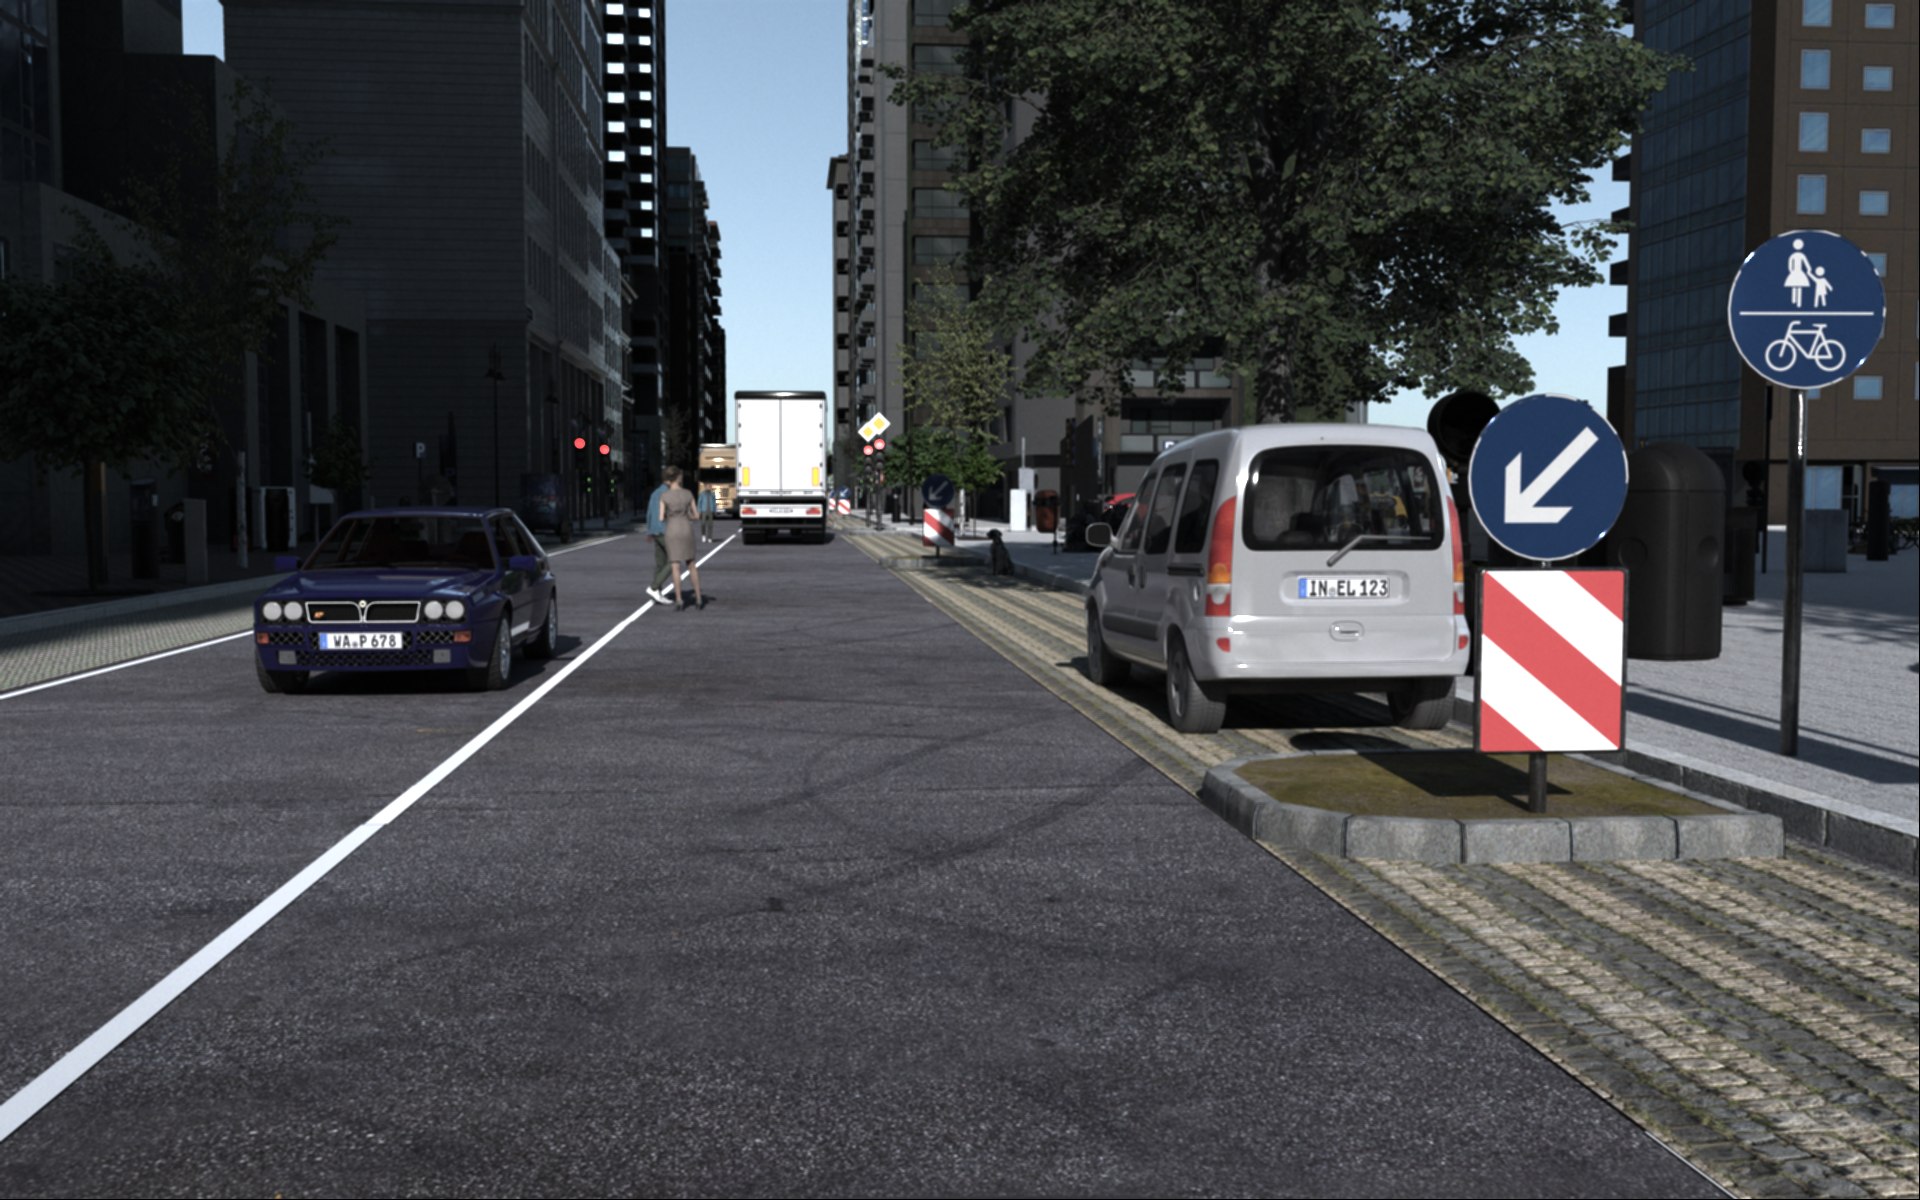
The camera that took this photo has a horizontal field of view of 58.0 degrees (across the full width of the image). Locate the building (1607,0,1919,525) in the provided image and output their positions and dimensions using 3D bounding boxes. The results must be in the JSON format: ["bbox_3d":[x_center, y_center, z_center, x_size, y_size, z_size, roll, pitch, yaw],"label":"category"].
[{"bbox_3d":[39.334,-26.130,77.343,14.200,45.320,14.600,0,4,-6],"label":"building"}]

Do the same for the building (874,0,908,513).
[{"bbox_3d":[4.126,-35.874,128.539,21.231,58.520,28.212,0,4,-6],"label":"building"}]

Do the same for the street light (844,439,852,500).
[{"bbox_3d":[-9.781,-10.755,148.629,0.468,5.910,1.993,0,4,-6],"label":"street light"}]

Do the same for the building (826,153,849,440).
[{"bbox_3d":[-5.558,-41.296,264.421,28.713,52.752,27.495,0,4,-6],"label":"building"}]

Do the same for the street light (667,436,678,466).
[{"bbox_3d":[-22.547,-9.932,135.173,0.468,5.910,1.993,0,4,-6],"label":"street light"}]

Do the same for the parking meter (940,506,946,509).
[{"bbox_3d":[-0.744,-3.971,73.331,0.372,1.533,0.369,0,3,0],"label":"parking meter"}]

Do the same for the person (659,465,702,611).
[{"bbox_3d":[-3.430,-0.757,21.217,0.599,1.781,0.374,-2,4,-27],"label":"person"}]

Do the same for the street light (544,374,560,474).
[{"bbox_3d":[-15.650,-5.738,66.599,0.468,5.910,1.993,0,4,-6],"label":"street light"}]

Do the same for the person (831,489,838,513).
[{"bbox_3d":[-8.867,-6.949,122.391,0.850,1.792,0.678,-1,4,-10],"label":"person"}]

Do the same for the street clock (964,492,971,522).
[{"bbox_3d":[0.324,-4.523,78.528,0.358,2.002,0.471,0,4,1],"label":"street clock"}]

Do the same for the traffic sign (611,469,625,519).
[{"bbox_3d":[-17.542,-5.417,88.667,0.768,2.556,0.104,0,4,3],"label":"traffic sign"}]

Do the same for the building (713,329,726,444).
[{"bbox_3d":[-46.558,-31.743,290.705,14.160,30.474,14.107,0,4,-6],"label":"building"}]

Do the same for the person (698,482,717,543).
[{"bbox_3d":[-7.474,-2.592,51.229,0.601,1.785,0.444,-1,4,-16],"label":"person"}]

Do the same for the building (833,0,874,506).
[{"bbox_3d":[-3.336,-54.337,201.075,22.319,86.520,31.000,0,4,-6],"label":"building"}]

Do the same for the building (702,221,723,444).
[{"bbox_3d":[-48.263,-37.545,268.479,22.147,44.769,28.867,0,4,-6],"label":"building"}]

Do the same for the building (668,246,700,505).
[{"bbox_3d":[-37.364,-26.142,199.130,14.160,30.474,14.107,0,4,-6],"label":"building"}]

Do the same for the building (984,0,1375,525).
[{"bbox_3d":[8.649,-23.831,73.226,14.086,41.232,14.154,0,4,-6],"label":"building"}]

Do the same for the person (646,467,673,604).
[{"bbox_3d":[-3.887,-0.837,22.532,0.444,1.785,0.601,-1,4,-22],"label":"person"}]

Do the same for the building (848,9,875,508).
[{"bbox_3d":[1.027,-33.775,171.832,23.786,49.044,30.456,0,4,-6],"label":"building"}]

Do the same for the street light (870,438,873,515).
[{"bbox_3d":[-5.428,-8.142,105.913,0.468,5.910,1.993,0,4,-6],"label":"street light"}]

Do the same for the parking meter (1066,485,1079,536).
[{"bbox_3d":[3.191,-2.498,49.252,0.372,1.533,0.369,0,3,0],"label":"parking meter"}]

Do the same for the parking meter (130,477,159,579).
[{"bbox_3d":[-12.370,-1.092,26.271,0.372,1.533,0.369,0,3,0],"label":"parking meter"}]

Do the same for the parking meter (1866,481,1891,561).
[{"bbox_3d":[17.715,-1.528,33.398,0.372,1.533,0.369,0,3,0],"label":"parking meter"}]

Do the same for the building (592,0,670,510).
[{"bbox_3d":[-37.108,-51.430,153.549,22.319,86.520,31.000,0,4,-6],"label":"building"}]

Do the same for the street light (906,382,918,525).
[{"bbox_3d":[-1.995,-6.030,71.382,0.468,5.910,1.993,0,4,-6],"label":"street light"}]

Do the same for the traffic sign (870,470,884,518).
[{"bbox_3d":[-4.443,-5.671,92.823,0.768,2.556,0.104,0,4,2],"label":"traffic sign"}]

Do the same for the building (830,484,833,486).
[{"bbox_3d":[-7.096,-36.611,290.475,32.217,40.220,23.993,0,4,-6],"label":"building"}]

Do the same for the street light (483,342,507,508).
[{"bbox_3d":[-14.146,-4.896,52.837,0.468,5.910,1.993,0,4,-6],"label":"street light"}]

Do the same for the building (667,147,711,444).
[{"bbox_3d":[-45.959,-37.873,238.824,23.786,49.044,30.456,0,4,-6],"label":"building"}]

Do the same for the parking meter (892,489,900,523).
[{"bbox_3d":[-2.861,-4.232,77.598,0.372,1.533,0.369,0,3,0],"label":"parking meter"}]

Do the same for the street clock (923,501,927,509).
[{"bbox_3d":[-1.738,-4.973,85.886,0.471,2.002,0.358,-1,4,-15],"label":"street clock"}]

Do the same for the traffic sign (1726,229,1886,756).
[{"bbox_3d":[4.073,-0.509,8.435,0.768,2.556,0.104,0,4,-1],"label":"traffic sign"}]

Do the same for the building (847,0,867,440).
[{"bbox_3d":[-7.066,-48.995,239.318,20.563,71.187,20.611,0,4,-6],"label":"building"}]

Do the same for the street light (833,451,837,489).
[{"bbox_3d":[-13.283,-12.905,183.777,0.468,5.910,1.993,0,4,-6],"label":"street light"}]

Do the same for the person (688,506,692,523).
[{"bbox_3d":[-13.258,-4.519,84.987,0.503,1.515,0.523,2,4,35],"label":"person"}]

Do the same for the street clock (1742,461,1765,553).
[{"bbox_3d":[17.174,-2.012,37.464,0.358,2.002,0.471,-2,4,-26],"label":"street clock"}]

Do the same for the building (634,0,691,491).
[{"bbox_3d":[-38.823,-45.350,179.732,20.563,71.187,20.611,0,4,-6],"label":"building"}]

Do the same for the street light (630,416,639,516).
[{"bbox_3d":[-18.949,-7.836,100.901,0.468,5.910,1.993,0,4,-6],"label":"street light"}]

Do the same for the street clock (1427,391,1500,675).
[{"bbox_3d":[3.568,-0.472,12.286,0.471,2.002,0.358,0,4,-4],"label":"street clock"}]

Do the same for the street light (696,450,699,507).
[{"bbox_3d":[-26.803,-12.501,177.184,0.468,5.910,1.993,0,4,-6],"label":"street light"}]
